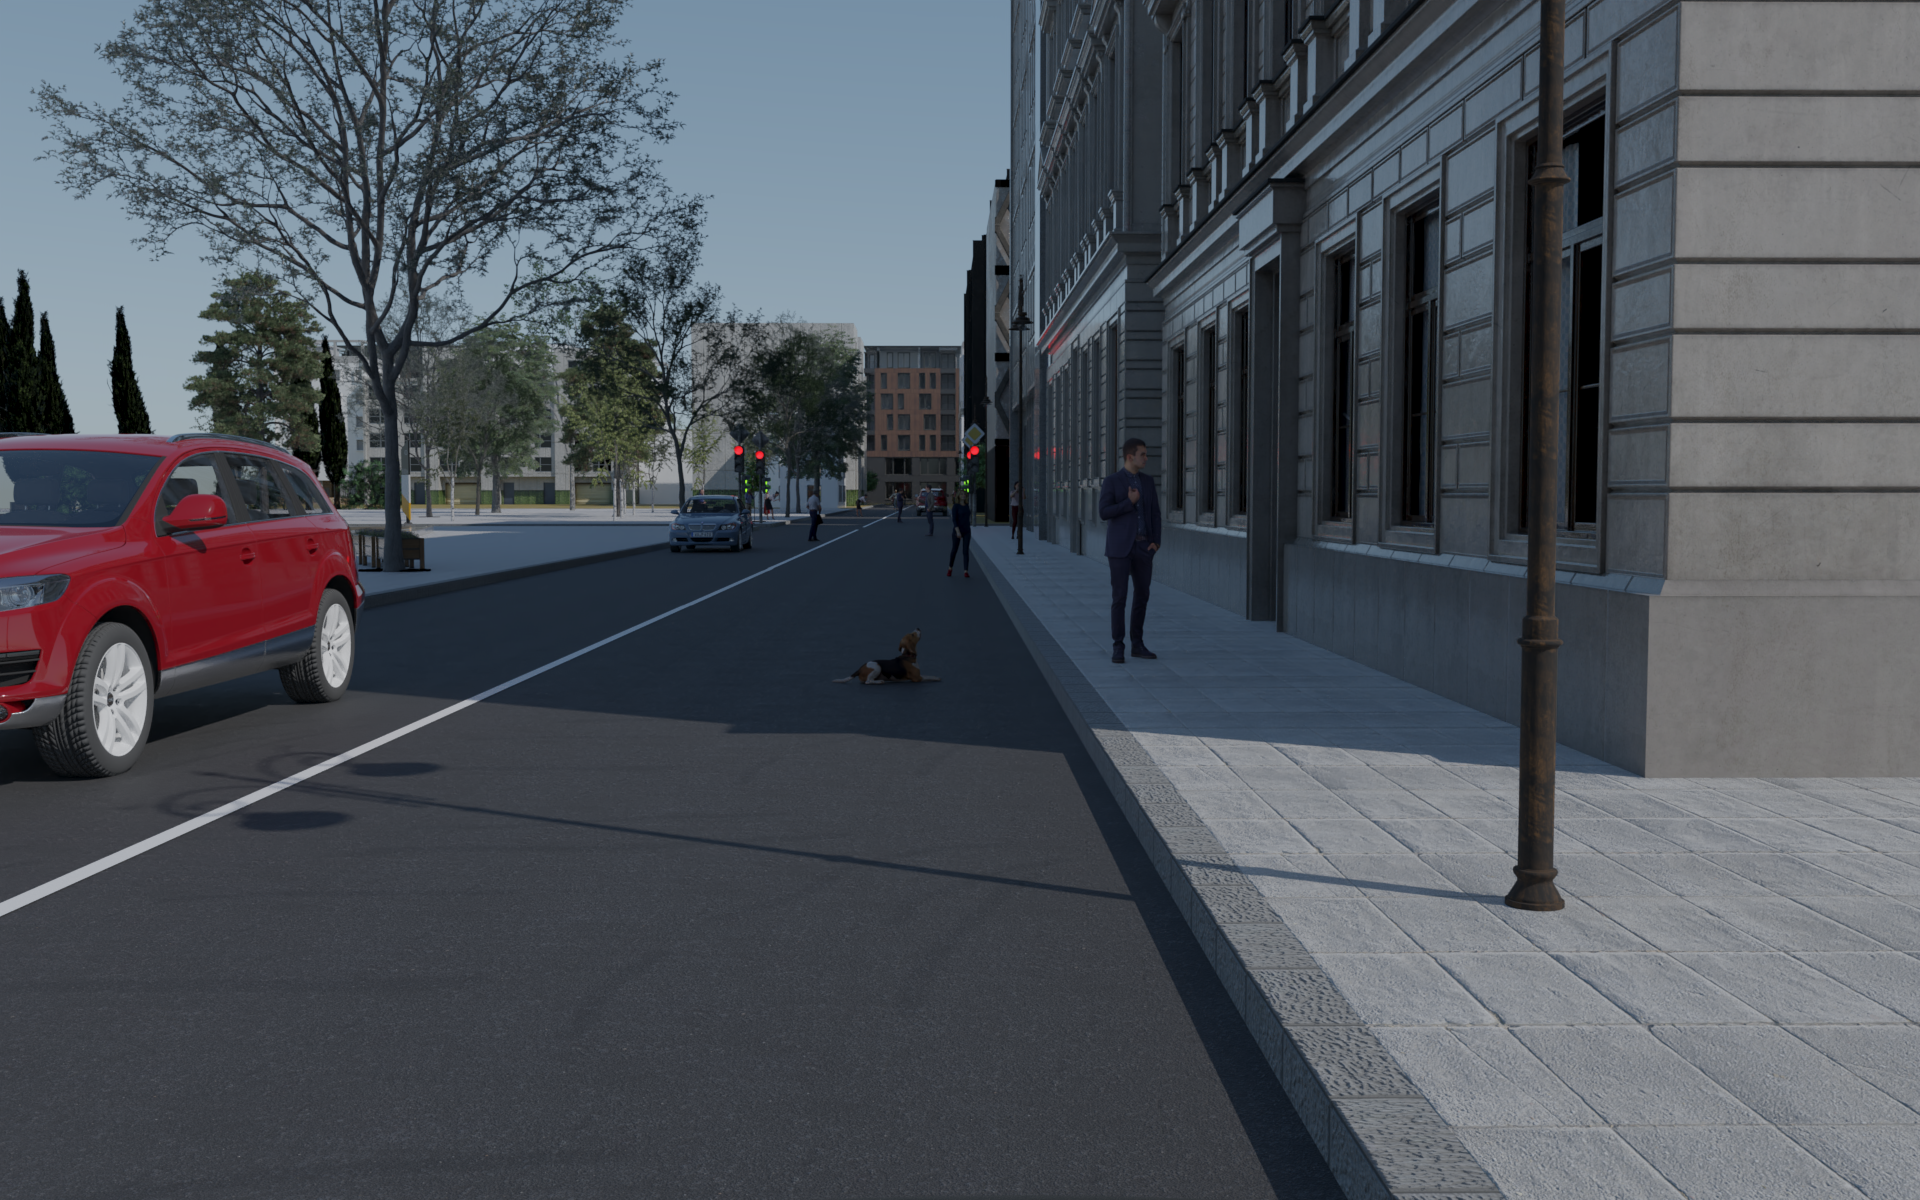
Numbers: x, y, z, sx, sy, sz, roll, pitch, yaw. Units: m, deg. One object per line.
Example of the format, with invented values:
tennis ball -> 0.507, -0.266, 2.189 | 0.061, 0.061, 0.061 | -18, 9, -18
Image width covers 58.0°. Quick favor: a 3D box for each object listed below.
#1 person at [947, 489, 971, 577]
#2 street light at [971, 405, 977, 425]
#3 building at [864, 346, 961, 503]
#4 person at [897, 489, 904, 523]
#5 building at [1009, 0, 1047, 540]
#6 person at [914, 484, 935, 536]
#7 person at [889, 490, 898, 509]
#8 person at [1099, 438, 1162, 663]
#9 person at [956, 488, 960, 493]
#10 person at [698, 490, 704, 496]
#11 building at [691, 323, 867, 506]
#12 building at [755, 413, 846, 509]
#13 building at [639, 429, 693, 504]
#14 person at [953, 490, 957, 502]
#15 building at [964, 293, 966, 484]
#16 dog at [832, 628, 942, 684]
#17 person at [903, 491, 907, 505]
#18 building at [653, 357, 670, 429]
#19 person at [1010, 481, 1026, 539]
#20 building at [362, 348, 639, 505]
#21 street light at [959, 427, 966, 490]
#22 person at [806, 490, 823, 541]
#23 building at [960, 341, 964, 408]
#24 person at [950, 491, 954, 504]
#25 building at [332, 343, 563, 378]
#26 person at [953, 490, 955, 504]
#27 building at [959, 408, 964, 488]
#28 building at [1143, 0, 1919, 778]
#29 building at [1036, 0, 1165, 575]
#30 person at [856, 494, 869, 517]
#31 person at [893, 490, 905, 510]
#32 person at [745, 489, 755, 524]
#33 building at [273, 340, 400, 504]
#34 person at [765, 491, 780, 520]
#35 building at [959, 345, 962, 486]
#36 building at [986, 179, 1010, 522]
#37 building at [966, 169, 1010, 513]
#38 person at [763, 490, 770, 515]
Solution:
person -> -0.024, -1.156, 29.946 | 0.613, 1.512, 0.480 | 3, 4, 39
street light -> 0.759, -7.065, 88.308 | 0.468, 5.910, 1.993 | 0, 4, -1
building -> 2.881, -24.770, 248.969 | 32.646, 21.610, 27.936 | 0, 4, -1
person -> -3.000, -4.750, 87.081 | 0.530, 1.710, 0.541 | 2, 4, 31
building -> 8.064, -14.632, 57.256 | 12.078, 24.808, 19.932 | 0, 4, -1
person -> -1.212, -3.073, 59.268 | 0.750, 1.759, 0.617 | 0, 4, 3
person -> -6.132, -9.599, 165.522 | 1.350, 1.814, 0.705 | 1, 4, 11
person -> 1.311, -0.390, 13.344 | 0.541, 1.710, 0.530 | -1, 4, -16
person -> 0.032, -7.562, 130.127 | 0.683, 1.767, 0.568 | 0, 4, 2
person -> -12.449, -4.566, 83.391 | 0.600, 1.496, 0.574 | 3, 4, 36
building -> -19.538, -20.083, 194.820 | 16.747, 18.905, 31.486 | 0, 4, -1
building -> -15.312, -13.657, 165.431 | 9.099, 9.664, 28.070 | 0, 4, -1
building -> -26.608, -17.161, 222.737 | 28.070, 9.664, 9.099 | 0, 4, -1
person -> -0.640, -11.942, 202.021 | 0.721, 1.743, 1.217 | 1, 4, 12
building -> 6.572, -19.116, 142.226 | 12.332, 23.373, 15.834 | 0, 4, -1
dog -> -0.557, 0.425, 13.240 | 0.748, 0.427, 0.550 | 2, 4, 24
person -> -6.923, -12.835, 218.360 | 0.705, 1.822, 1.348 | -1, 4, -16
building -> -47.252, -23.591, 242.137 | 11.380, 20.091, 16.016 | 0, 4, -1
person -> 1.667, -2.558, 49.322 | 0.517, 1.644, 0.566 | 2, 4, 23
building -> -56.468, -21.487, 217.772 | 31.486, 18.905, 16.747 | 0, 4, -1
street light -> 0.375, -8.955, 119.200 | 0.468, 5.910, 1.993 | 0, 4, -1
person -> -4.459, -2.577, 52.844 | 0.590, 1.554, 0.614 | -3, 5, -42
building -> 8.022, -20.377, 189.580 | 16.016, 20.091, 11.380 | 0, 4, -1
person -> -0.857, -12.963, 218.724 | 0.721, 1.736, 1.217 | 3, 5, 40
building -> -69.773, -24.738, 248.444 | 32.646, 21.610, 27.936 | 0, 4, -1
person -> -0.579, -12.253, 206.523 | 0.705, 1.807, 1.348 | -1, 4, -21
building -> 4.570, -13.921, 169.752 | 9.099, 9.664, 28.070 | 0, 4, -1
building -> 7.686, -9.280, 16.350 | 10.561, 19.102, 19.286 | 0, 4, -1
building -> 7.481, -12.254, 36.517 | 11.583, 22.565, 21.152 | 0, 4, -1
person -> -6.135, -5.926, 108.572 | 0.799, 1.438, 0.628 | -3, 5, -41
person -> -5.435, -8.824, 152.774 | 1.348, 1.824, 0.705 | 3, 4, 36
person -> -9.109, -4.085, 74.895 | 0.319, 1.574, 0.516 | 3, 5, 42
building -> -77.910, -22.134, 218.315 | 11.380, 20.091, 16.016 | 0, 4, -1
person -> -9.400, -4.749, 86.885 | 0.799, 1.438, 0.628 | 0, 4, -5
building -> 8.479, -21.097, 211.389 | 16.747, 18.905, 31.486 | 0, 4, -1
building -> 9.872, -13.216, 83.537 | 16.811, 18.784, 16.820 | 0, 4, -1
building -> 6.923, -18.148, 126.392 | 12.332, 23.373, 15.834 | 0, 4, -1
person -> -11.728, -5.904, 105.042 | 0.387, 1.526, 0.523 | -3, 5, -40
